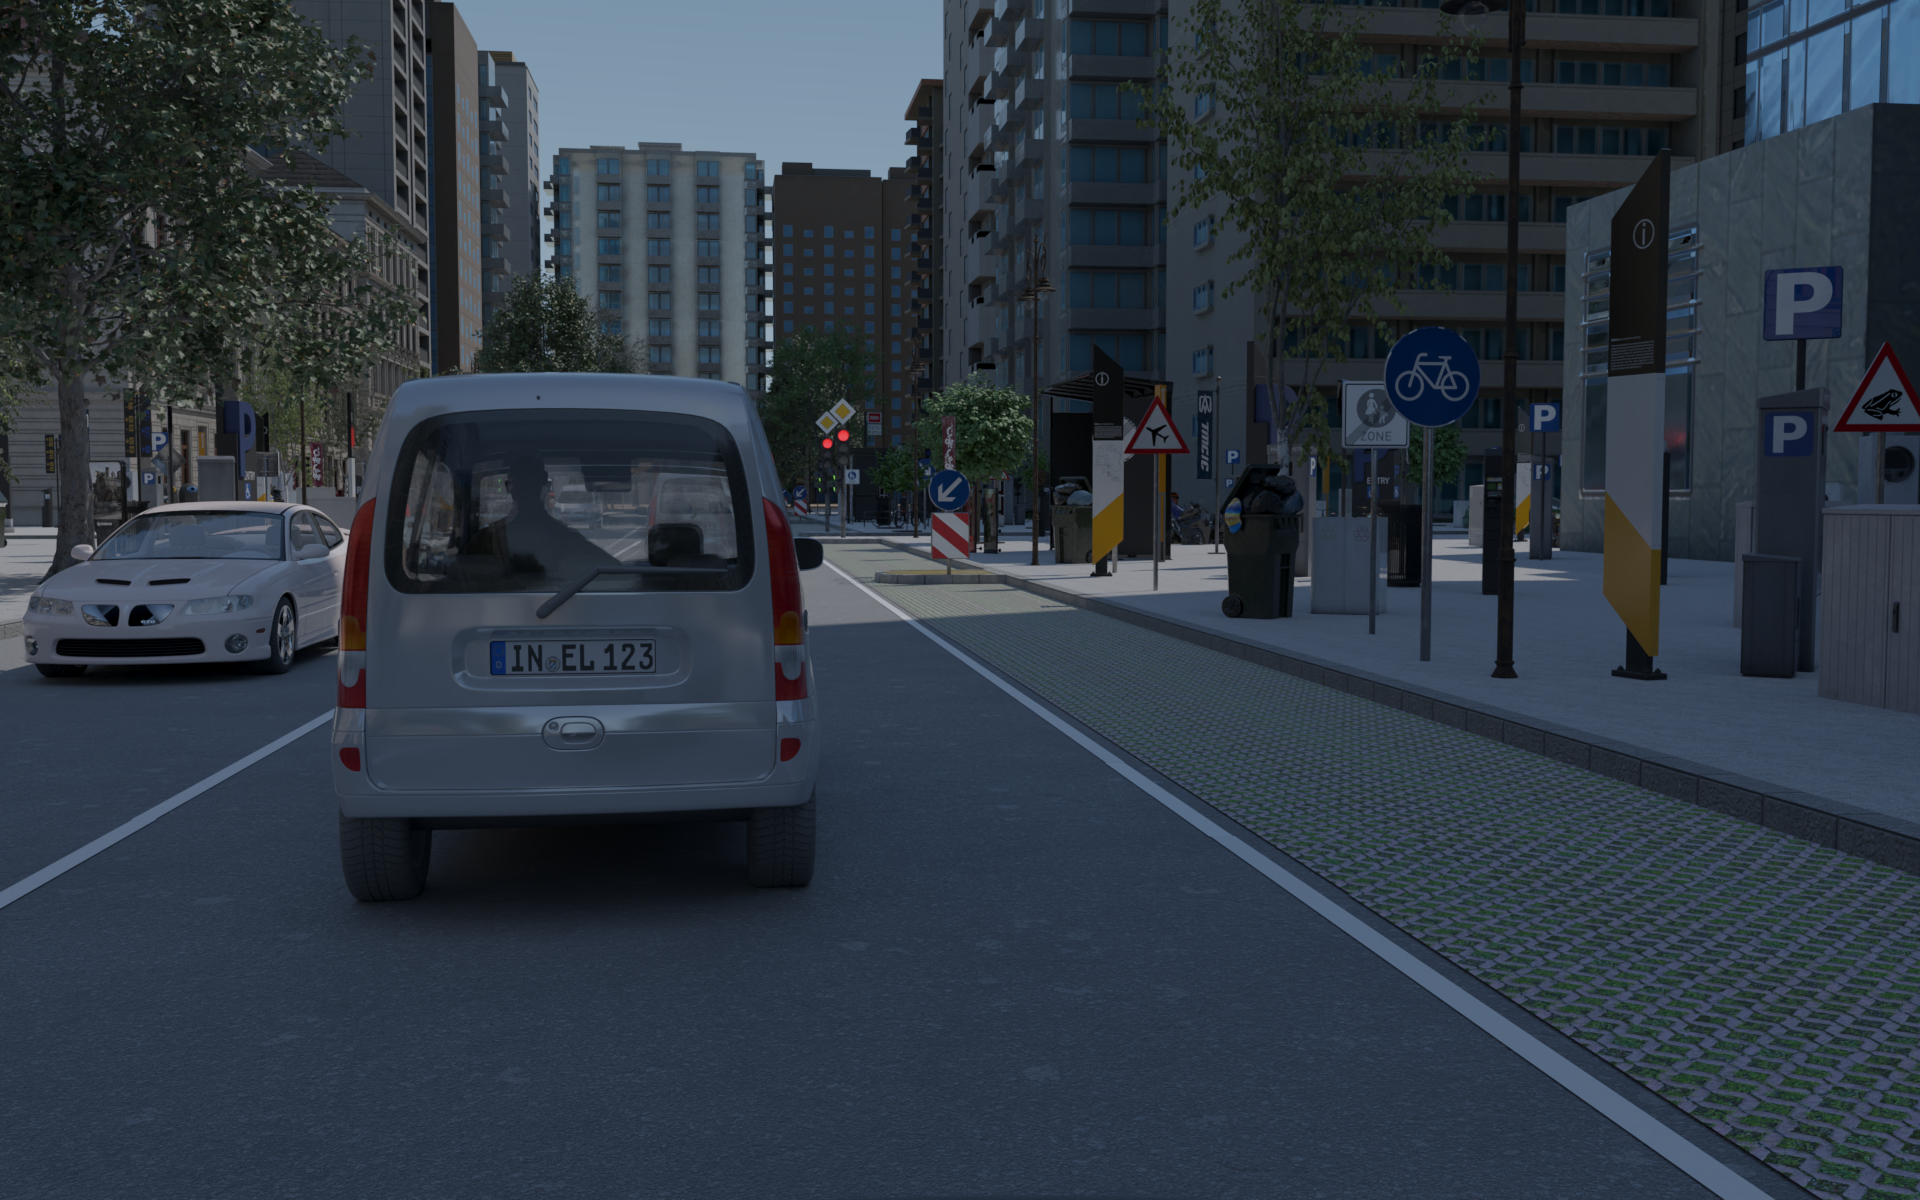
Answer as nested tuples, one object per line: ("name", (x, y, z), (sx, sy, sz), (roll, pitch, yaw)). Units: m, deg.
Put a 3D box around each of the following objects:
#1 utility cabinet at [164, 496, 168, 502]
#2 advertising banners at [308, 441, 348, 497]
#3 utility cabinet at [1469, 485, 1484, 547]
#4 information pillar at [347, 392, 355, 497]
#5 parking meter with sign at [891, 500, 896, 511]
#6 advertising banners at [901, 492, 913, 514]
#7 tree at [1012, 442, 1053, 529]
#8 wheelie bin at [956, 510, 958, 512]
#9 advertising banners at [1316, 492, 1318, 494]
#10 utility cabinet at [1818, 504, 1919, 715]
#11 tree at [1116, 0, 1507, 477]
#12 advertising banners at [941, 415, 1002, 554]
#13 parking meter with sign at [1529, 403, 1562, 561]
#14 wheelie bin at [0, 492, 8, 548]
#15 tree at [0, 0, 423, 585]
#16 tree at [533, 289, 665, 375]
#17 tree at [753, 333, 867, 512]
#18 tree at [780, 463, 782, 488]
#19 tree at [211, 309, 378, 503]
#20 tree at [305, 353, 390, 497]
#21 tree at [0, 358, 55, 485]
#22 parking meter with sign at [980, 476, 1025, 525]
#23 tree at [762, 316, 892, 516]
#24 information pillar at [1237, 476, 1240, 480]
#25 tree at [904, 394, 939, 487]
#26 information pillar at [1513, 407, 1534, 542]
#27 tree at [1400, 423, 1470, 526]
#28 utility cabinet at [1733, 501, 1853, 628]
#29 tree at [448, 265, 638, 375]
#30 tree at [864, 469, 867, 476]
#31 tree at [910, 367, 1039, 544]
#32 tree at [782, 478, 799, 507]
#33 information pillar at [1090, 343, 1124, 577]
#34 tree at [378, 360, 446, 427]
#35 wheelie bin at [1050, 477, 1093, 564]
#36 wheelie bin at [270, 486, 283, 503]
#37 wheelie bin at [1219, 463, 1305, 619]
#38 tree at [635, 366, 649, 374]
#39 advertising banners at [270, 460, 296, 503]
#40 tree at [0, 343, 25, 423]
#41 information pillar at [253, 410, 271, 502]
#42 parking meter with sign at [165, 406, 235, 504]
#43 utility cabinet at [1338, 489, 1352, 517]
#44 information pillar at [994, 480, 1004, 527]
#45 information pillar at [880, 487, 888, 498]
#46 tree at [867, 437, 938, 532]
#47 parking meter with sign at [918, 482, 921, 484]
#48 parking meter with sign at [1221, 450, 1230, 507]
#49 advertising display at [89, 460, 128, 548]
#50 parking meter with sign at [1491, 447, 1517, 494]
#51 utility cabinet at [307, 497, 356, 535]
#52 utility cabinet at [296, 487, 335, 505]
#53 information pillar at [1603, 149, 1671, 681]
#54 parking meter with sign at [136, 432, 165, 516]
("utility cabinet", (-27.513, -2.956, 59.495), (0.306, 1.237, 1.020), (1, 4, 19))
("advertising banners", (-21.023, -3.809, 58.471), (0.090, 3.025, 2.074), (3, 4, 38))
("utility cabinet", (12.652, -2.024, 41.774), (0.318, 1.500, 1.173), (0, 4, -7))
("information pillar", (-14.067, -2.978, 40.043), (0.183, 3.616, 0.504), (-1, 4, -12))
("parking meter with sign", (-5.737, -8.395, 133.520), (1.738, 3.016, 0.543), (1, 4, 18))
("advertising banners", (-3.599, -7.097, 112.223), (2.074, 3.025, 0.090), (3, 4, 37))
("tree", (3.005, -4.248, 64.050), (1.663, 3.219, 1.824), (0, 3, 0))
("wheelie bin", (-0.011, -5.035, 90.233), (0.693, 1.594, 0.980), (-1, 4, -23))
("advertising banners", (13.861, -4.643, 72.105), (2.074, 3.025, 0.090), (2, 4, 26))
("utility cabinet", (5.639, 0.043, 10.455), (0.306, 1.237, 1.020), (-1, 4, -9))
("tree", (4.019, -4.265, 20.092), (4.737, 8.622, 4.395), (0, 3, 0))
("advertising banners", (0.222, -2.544, 37.776), (0.090, 3.025, 2.074), (-3, 4, -37))
("parking meter with sign", (11.482, -2.315, 34.106), (0.543, 3.016, 1.738), (1, 4, 19))
("wheelie bin", (-23.022, -2.021, 40.955), (0.693, 1.594, 0.980), (0, 4, -2))
("tree", (-12.704, -6.581, 24.605), (9.611, 12.733, 9.660), (0, 3, 0))
("tree", (-22.261, -11.800, 103.296), (12.009, 13.543, 11.850), (0, 3, 0))
("tree", (-10.746, -12.526, 121.813), (9.611, 12.733, 9.660), (0, 3, 0))
("tree", (-20.470, -15.992, 195.876), (7.601, 10.594, 8.767), (-1, 4, -16))
("tree", (-24.395, -6.840, 62.196), (4.737, 8.622, 4.395), (0, 3, 0))
("tree", (-29.414, -8.108, 82.930), (4.360, 8.622, 3.978), (0, 3, 0))
("tree", (-25.484, -5.793, 45.073), (4.360, 8.622, 3.978), (0, 3, 0))
("parking meter with sign", (1.832, -4.570, 70.975), (1.738, 3.016, 0.543), (-2, 4, -28))
("tree", (-7.906, -10.809, 102.478), (9.928, 11.665, 9.643), (0, 3, 0))
("information pillar", (11.153, -3.970, 69.393), (0.304, 2.012, 0.304), (2, 4, 34))
("tree", (-2.340, -10.881, 128.269), (4.737, 8.622, 4.395), (0, 3, 0))
("information pillar", (15.147, -3.372, 46.487), (0.183, 3.616, 0.504), (-2, 4, -32))
("tree", (18.862, -5.259, 69.699), (4.285, 4.588, 4.351), (0, 3, 0))
("utility cabinet", (7.960, -0.331, 16.577), (1.020, 1.237, 0.306), (0, 4, -6))
("tree", (-20.912, -10.391, 86.904), (9.611, 12.733, 9.660), (0, 3, 0))
("tree", (-2.489, -4.252, 64.127), (1.663, 3.219, 1.824), (0, 3, 0))
("tree", (0.393, -3.750, 45.026), (4.285, 4.588, 4.351), (0, 3, 0))
("tree", (-17.352, -11.187, 177.502), (1.663, 3.219, 1.824), (0, 3, 0))
("information pillar", (2.284, -2.172, 26.867), (0.504, 3.616, 0.183), (0, 4, 8))
("tree", (-29.964, -8.850, 95.059), (4.737, 8.622, 4.395), (0, 3, 0))
("wheelie bin", (2.110, -1.471, 31.963), (0.980, 1.594, 0.693), (3, 5, 45))
("wheelie bin", (-26.391, -3.589, 66.581), (0.693, 1.594, 0.980), (-2, 4, -31))
("wheelie bin", (3.163, -0.618, 18.017), (0.693, 1.594, 0.980), (3, 5, 40))
("tree", (-32.390, -16.268, 172.634), (9.857, 13.997, 8.962), (0, 3, 0))
("advertising banners", (-33.073, -5.444, 85.199), (2.074, 3.025, 0.090), (-1, 4, -22))
("tree", (-21.403, -5.299, 37.005), (4.737, 8.622, 4.395), (0, 3, 0))
("information pillar", (-19.574, -3.497, 48.533), (0.504, 3.616, 0.183), (-2, 4, -26))
("parking meter with sign", (-14.792, -2.338, 34.482), (1.738, 3.016, 0.543), (-2, 4, -25))
("utility cabinet", (16.175, -3.911, 72.624), (0.318, 1.500, 1.173), (2, 4, 26))
("information pillar", (1.516, -3.830, 67.110), (0.304, 2.012, 0.304), (2, 4, 34))
("information pillar", (-3.836, -5.053, 87.115), (0.304, 2.012, 0.304), (2, 4, 35))
("tree", (-1.841, -3.906, 58.468), (1.663, 3.219, 1.824), (0, 3, 0))
("parking meter with sign", (-2.286, -6.372, 100.441), (0.543, 3.016, 1.738), (0, 4, 6))
("parking meter with sign", (10.538, -4.367, 67.666), (0.543, 3.016, 1.738), (1, 4, 17))
("advertising display", (-16.330, -1.705, 33.087), (0.974, 1.923, 0.123), (1, 4, 19))
("parking meter with sign", (20.631, -4.173, 64.490), (1.738, 3.016, 0.543), (-1, 4, -18))
("utility cabinet", (-13.526, -1.594, 37.224), (1.020, 1.237, 0.306), (-2, 4, -34))
("utility cabinet", (-21.045, -2.931, 56.608), (1.173, 1.500, 0.318), (-2, 4, -30))
("information pillar", (4.710, -1.266, 12.056), (0.183, 3.616, 0.504), (-1, 4, -21))
("parking meter with sign", (-22.395, -3.162, 47.961), (0.543, 3.016, 1.738), (-1, 4, -10))
